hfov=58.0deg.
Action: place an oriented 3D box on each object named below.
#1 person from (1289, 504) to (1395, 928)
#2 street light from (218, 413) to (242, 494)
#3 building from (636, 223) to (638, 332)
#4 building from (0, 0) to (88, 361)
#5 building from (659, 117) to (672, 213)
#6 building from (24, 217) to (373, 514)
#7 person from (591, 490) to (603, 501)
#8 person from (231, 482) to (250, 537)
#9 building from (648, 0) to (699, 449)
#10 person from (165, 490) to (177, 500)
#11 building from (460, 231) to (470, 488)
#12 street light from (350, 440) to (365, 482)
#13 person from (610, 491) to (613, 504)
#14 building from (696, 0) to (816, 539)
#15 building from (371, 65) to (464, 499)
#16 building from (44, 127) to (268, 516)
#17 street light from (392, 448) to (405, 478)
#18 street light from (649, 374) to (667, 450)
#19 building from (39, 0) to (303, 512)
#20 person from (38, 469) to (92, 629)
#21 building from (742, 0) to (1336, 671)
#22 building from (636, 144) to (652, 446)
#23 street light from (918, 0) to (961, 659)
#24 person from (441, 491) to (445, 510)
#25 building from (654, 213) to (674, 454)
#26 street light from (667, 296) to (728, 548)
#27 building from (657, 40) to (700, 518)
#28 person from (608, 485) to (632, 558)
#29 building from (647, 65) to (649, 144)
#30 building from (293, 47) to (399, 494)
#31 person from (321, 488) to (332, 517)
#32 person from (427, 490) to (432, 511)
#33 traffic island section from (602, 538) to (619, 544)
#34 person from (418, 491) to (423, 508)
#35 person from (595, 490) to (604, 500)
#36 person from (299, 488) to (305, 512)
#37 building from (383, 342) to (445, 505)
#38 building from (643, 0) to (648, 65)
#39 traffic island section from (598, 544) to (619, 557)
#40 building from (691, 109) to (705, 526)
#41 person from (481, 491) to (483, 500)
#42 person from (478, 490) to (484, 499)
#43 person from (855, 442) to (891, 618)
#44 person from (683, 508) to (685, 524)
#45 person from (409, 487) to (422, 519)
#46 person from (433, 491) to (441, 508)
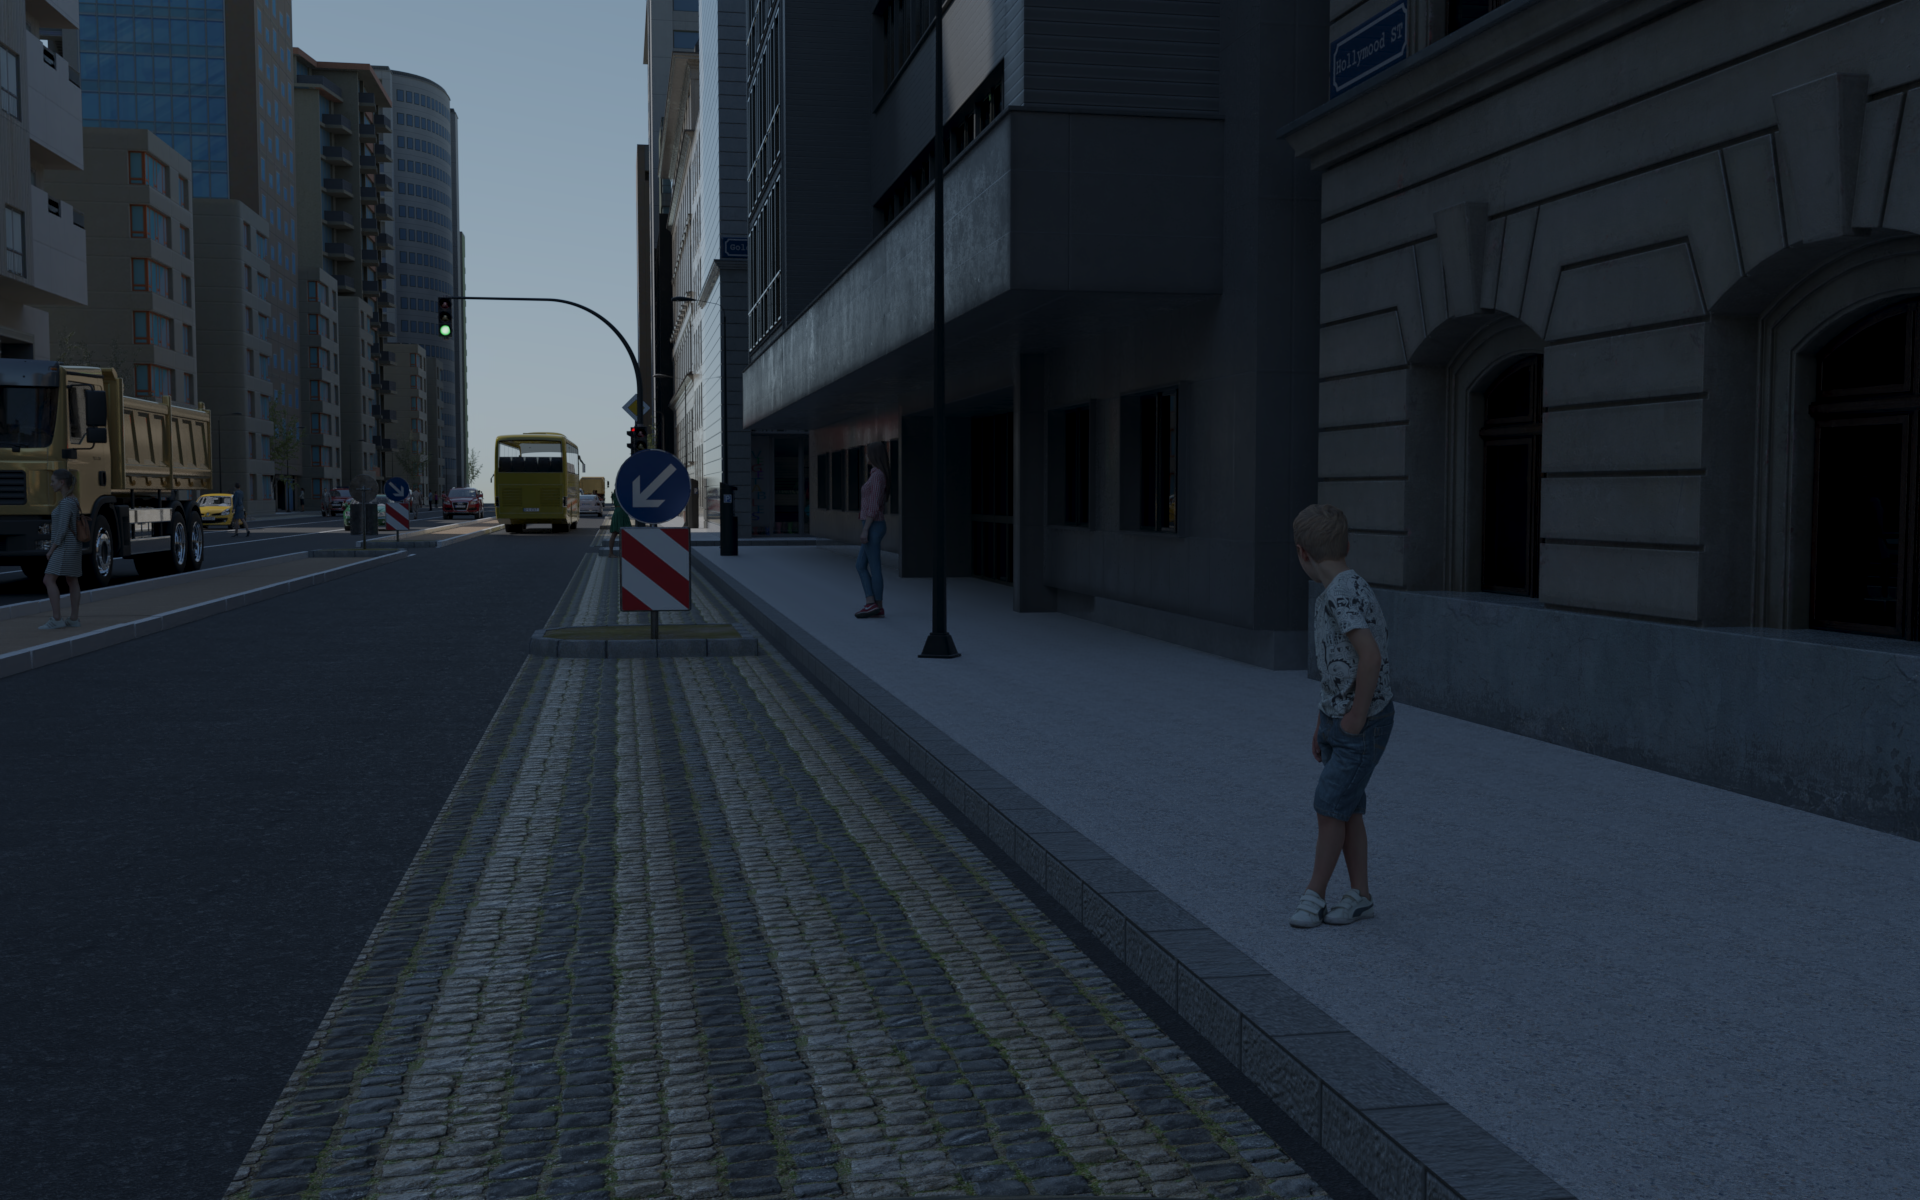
[{"bbox_3d":[1.129,0.340,5.165,0.352,1.250,0.332,3,5,39],"label":"person"},{"bbox_3d":[-41.625,-7.720,98.765,1.470,5.913,1.316,-1,4,-11],"label":"street light"},{"bbox_3d":[-33.012,-37.451,236.023,21.300,48.544,21.600,-1,4,-11],"label":"building"},{"bbox_3d":[-45.221,-28.403,53.633,28.713,52.752,27.495,-1,4,-11],"label":"building"},{"bbox_3d":[-16.631,-22.352,137.153,14.160,30.474,14.107,-1,4,-11],"label":"building"},{"bbox_3d":[-65.063,-18.266,143.687,27.650,21.520,28.899,-1,4,-11],"label":"building"},{"bbox_3d":[-26.683,-7.169,126.434,1.217,1.735,0.721,-2,4,-25],"label":"person"},{"bbox_3d":[-24.181,-3.035,58.145,0.654,1.822,0.581,1,4,23],"label":"person"},{"bbox_3d":[-17.623,-37.663,157.791,21.231,58.520,28.212,-1,4,-11],"label":"building"},{"bbox_3d":[-26.071,-3.029,57.390,0.648,1.900,0.474,3,5,40],"label":"person"},{"bbox_3d":[-82.040,-35.303,260.793,14.154,41.232,14.086,-1,4,-11],"label":"building"},{"bbox_3d":[-51.347,-10.703,147.541,1.470,5.913,1.316,-1,4,-11],"label":"street light"},{"bbox_3d":[-50.384,-14.809,250.651,0.705,1.821,1.348,0,4,-1],"label":"person"},{"bbox_3d":[6.577,-17.089,56.904,29.804,29.767,11.434,-1,4,-11],"label":"building"},{"bbox_3d":[-80.981,-42.628,238.960,21.231,58.520,28.212,-1,4,-11],"label":"building"},{"bbox_3d":[-54.758,-15.217,93.841,27.650,21.520,28.899,-1,4,-11],"label":"building"},{"bbox_3d":[-56.696,-12.372,174.818,1.470,5.913,1.316,-1,4,-11],"label":"street light"},{"bbox_3d":[-11.203,-5.800,67.367,1.470,5.913,1.316,-1,4,-11],"label":"street light"},{"bbox_3d":[-55.567,-28.903,122.683,14.600,45.320,14.200,-1,4,-11],"label":"building"},{"bbox_3d":[-9.545,-0.549,18.485,0.522,1.701,0.512,-1,4,-20],"label":"person"},{"bbox_3d":[4.626,-12.746,27.460,14.314,24.678,30.058,-1,4,-11],"label":"building"},{"bbox_3d":[-33.448,-34.723,217.828,14.600,45.320,14.200,-1,4,-11],"label":"building"},{"bbox_3d":[-0.694,-2.497,13.370,1.470,5.913,1.316,-1,4,-11],"label":"street light"},{"bbox_3d":[-46.445,-8.979,156.013,0.721,1.736,1.217,1,4,15],"label":"person"},{"bbox_3d":[-14.024,-17.514,116.028,12.332,23.373,15.834,-1,4,-11],"label":"building"},{"bbox_3d":[-6.084,-4.183,40.939,1.470,5.913,1.316,-1,4,-11],"label":"street light"},{"bbox_3d":[-7.625,-15.876,92.853,16.112,22.955,30.059,-1,4,-11],"label":"building"},{"bbox_3d":[-7.628,-1.839,38.817,0.529,1.795,0.600,0,4,-1],"label":"person"},{"bbox_3d":[-37.565,-50.010,255.908,20.563,71.187,20.611,-1,4,-11],"label":"building"},{"bbox_3d":[-68.459,-31.631,171.789,22.147,44.769,28.867,-1,4,-11],"label":"building"},{"bbox_3d":[-39.778,-6.125,108.758,0.709,1.813,0.853,-1,4,-9],"label":"person"},{"bbox_3d":[-45.517,-8.578,148.739,0.705,1.826,1.348,0,4,-2],"label":"person"},{"bbox_3d":[-9.030,-1.613,48.660,2.009,0.180,2.903,-1,4,-11],"label":"traffic island section"},{"bbox_3d":[-57.004,-10.615,182.614,0.990,1.755,0.434,2,4,32],"label":"person"},{"bbox_3d":[-34.219,-9.450,162.970,1.348,1.831,0.705,0,4,-3],"label":"person"},{"bbox_3d":[-47.991,-7.297,126.133,0.721,1.735,1.217,-1,4,-10],"label":"person"},{"bbox_3d":[-78.807,-22.412,211.469,27.650,21.520,28.899,-1,4,-11],"label":"building"},{"bbox_3d":[-19.022,-36.501,186.026,28.713,52.752,27.495,-1,4,-11],"label":"building"},{"bbox_3d":[-7.488,-1.134,40.825,2.009,0.180,2.903,-1,4,-11],"label":"traffic island section"},{"bbox_3d":[-5.134,-13.138,69.559,10.420,20.320,16.860,-1,4,-11],"label":"building"},{"bbox_3d":[-66.061,-14.098,238.864,0.599,1.838,0.709,0,4,-8],"label":"person"},{"bbox_3d":[-46.431,-9.720,167.437,0.705,1.823,1.348,-3,5,-44],"label":"person"},{"bbox_3d":[-0.904,-0.729,17.967,0.388,1.821,0.555,0,4,-4],"label":"person"},{"bbox_3d":[-11.760,-4.116,74.351,0.522,1.701,0.512,0,4,0],"label":"person"},{"bbox_3d":[-30.901,-5.482,98.251,0.709,1.813,0.853,-2,4,-35],"label":"person"},{"bbox_3d":[-55.399,-10.651,183.330,0.721,1.739,1.217,2,4,27],"label":"person"}]
